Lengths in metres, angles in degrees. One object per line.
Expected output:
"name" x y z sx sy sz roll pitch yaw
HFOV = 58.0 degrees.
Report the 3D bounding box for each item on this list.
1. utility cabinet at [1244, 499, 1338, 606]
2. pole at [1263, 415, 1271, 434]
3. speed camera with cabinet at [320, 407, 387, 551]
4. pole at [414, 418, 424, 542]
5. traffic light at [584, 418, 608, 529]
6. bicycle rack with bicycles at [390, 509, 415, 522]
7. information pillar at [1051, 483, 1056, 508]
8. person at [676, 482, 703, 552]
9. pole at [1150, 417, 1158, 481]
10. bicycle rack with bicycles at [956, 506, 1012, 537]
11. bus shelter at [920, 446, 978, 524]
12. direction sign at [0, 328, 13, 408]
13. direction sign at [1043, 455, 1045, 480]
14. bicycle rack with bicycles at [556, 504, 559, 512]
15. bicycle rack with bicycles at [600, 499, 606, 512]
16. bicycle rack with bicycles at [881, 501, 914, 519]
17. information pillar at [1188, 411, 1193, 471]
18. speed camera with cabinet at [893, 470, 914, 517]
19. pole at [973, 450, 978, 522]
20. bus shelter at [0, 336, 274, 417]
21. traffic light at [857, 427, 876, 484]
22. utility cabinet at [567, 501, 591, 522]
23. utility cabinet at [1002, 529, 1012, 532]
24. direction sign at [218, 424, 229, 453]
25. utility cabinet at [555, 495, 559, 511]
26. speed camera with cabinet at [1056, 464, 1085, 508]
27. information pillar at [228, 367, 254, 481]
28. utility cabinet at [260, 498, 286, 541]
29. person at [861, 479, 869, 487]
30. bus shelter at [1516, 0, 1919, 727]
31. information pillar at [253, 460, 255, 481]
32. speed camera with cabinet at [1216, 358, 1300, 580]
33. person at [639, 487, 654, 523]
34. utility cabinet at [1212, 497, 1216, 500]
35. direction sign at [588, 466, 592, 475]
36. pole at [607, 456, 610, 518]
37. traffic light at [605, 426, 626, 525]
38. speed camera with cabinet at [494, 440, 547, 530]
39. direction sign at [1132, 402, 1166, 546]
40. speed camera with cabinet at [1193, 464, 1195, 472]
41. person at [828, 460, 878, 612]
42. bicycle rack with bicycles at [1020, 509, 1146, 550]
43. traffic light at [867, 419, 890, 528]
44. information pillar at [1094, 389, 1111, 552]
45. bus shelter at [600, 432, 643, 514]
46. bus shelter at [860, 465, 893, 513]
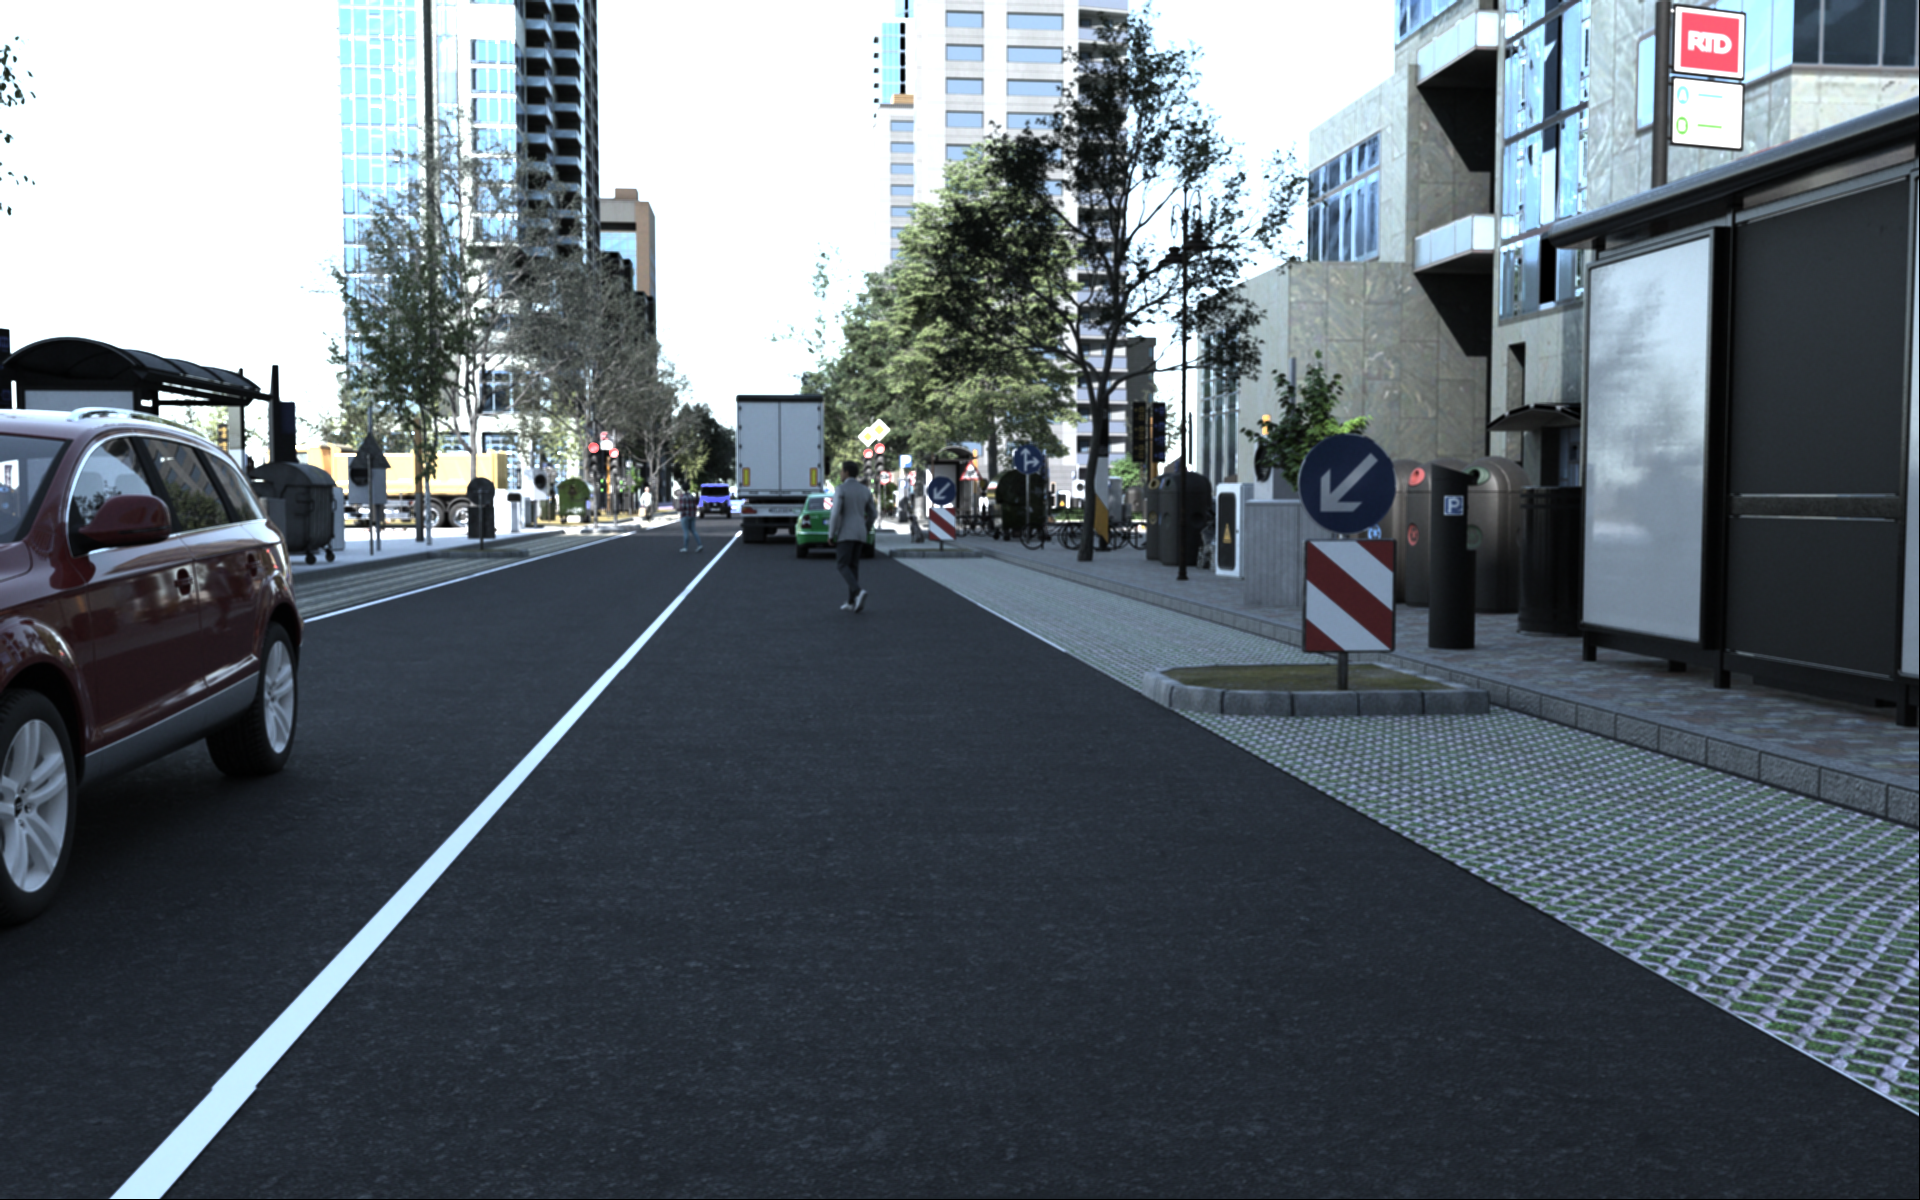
"utility cabinet" 3.800 -0.535 19.907 1.020 1.237 0.306 1 4 23
"pole" 7.946 -3.126 44.959 0.158 3.312 0.155 0 3 0
"speed camera with cabinet" -14.055 -2.744 39.206 2.038 3.252 0.660 1 4 11
"pole" -14.568 -3.228 46.627 0.158 3.312 0.155 0 3 0
"traffic light" -13.449 -4.586 63.895 0.839 4.253 0.868 0 4 -6
"bicycle rack with bicycles" -25.613 -4.167 81.505 2.852 0.926 2.925 3 4 36
"information pillar" 6.052 -6.596 112.335 0.304 2.012 0.304 1 4 9
"person" -6.762 -2.070 43.174 0.643 1.720 0.563 3 4 37
"pole" 5.139 -3.187 45.950 0.158 3.312 0.155 0 3 0
"bicycle rack with bicycles" 1.084 -2.434 53.182 2.925 0.926 2.852 0 4 -5
"bus shelter" -0.515 -5.003 75.715 2.014 3.302 5.546 0 4 -6
"direction sign" -13.105 -1.919 23.372 0.379 3.537 0.876 1 4 13
"direction sign" 4.496 -6.553 99.144 0.876 3.537 0.379 -2 4 -28
"bicycle rack with bicycles" -29.317 -6.567 120.746 2.925 0.926 2.852 0 4 6
"bicycle rack with bicycles" -24.328 -6.621 121.637 2.852 0.926 2.925 0 4 -5
"bicycle rack with bicycles" -2.596 -4.664 89.637 2.852 0.926 2.925 -2 4 -31
"information pillar" 6.550 -3.540 49.232 0.183 3.616 0.504 1 4 14
"speed camera with cabinet" -3.284 -6.324 97.740 0.660 3.252 2.038 -1 4 -14
"pole" 0.710 -5.255 79.755 0.158 3.312 0.155 0 3 0
"bus shelter" -11.708 -1.900 24.985 2.014 3.302 5.546 0 4 -6
"traffic light" -3.896 -5.140 72.958 0.839 4.253 0.868 0 4 -6
"utility cabinet" -17.242 -4.252 78.192 1.173 1.500 0.318 1 4 18
"utility cabinet" 1.671 -2.943 59.282 0.306 1.237 1.020 1 4 14
"direction sign" -23.509 -3.907 55.876 0.876 3.537 0.379 1 4 12
"utility cabinet" -31.182 -7.486 133.553 1.020 1.237 0.306 2 4 25
"speed camera with cabinet" 7.157 -7.307 113.809 2.038 3.252 0.660 -1 4 -15
"information pillar" -13.454 -2.503 32.272 0.504 3.616 0.183 3 5 40
"utility cabinet" -11.591 -1.107 29.255 0.306 1.237 1.020 -2 4 -28
"person" -2.704 -2.370 47.345 0.679 1.850 0.850 -3 5 -43
"bus shelter" 5.741 -2.092 11.830 2.179 5.291 8.768 0 4 -6
"information pillar" -41.239 -6.686 100.674 0.504 3.616 0.183 -2 4 -30
"speed camera with cabinet" 4.478 -1.929 25.871 0.660 3.252 2.038 -1 4 -15
"person" -15.514 -4.682 85.542 0.515 1.767 0.782 3 5 42
"utility cabinet" 5.729 -1.690 38.788 1.020 1.237 0.306 1 4 8
"direction sign" -29.539 -8.945 138.245 0.876 3.537 0.379 1 4 9
"pole" -19.041 -6.115 93.822 0.158 3.312 0.155 0 3 0
"traffic light" -14.297 -5.071 71.835 0.839 4.253 0.868 0 4 -6
"speed camera with cabinet" -15.908 -4.182 62.719 0.660 3.252 2.038 2 4 34
"direction sign" 4.655 -3.101 42.698 0.876 3.537 0.379 -1 4 -17
"speed camera with cabinet" 16.052 -7.362 114.701 0.660 3.252 2.038 -2 4 -30
"person" -1.282 -0.785 21.180 0.661 1.843 0.795 -3 4 -38
"bicycle rack with bicycles" 3.158 -1.664 40.591 2.925 0.926 2.852 1 4 23
"traffic light" -3.048 -4.654 65.018 0.839 4.253 0.868 0 4 -6
"information pillar" 3.147 -2.893 38.653 0.183 3.616 0.504 3 5 43
"bus shelter" -22.366 -8.369 114.467 2.179 5.291 8.768 0 4 -6
"bus shelter" -5.772 -7.691 119.678 2.014 3.302 5.546 0 4 -6
